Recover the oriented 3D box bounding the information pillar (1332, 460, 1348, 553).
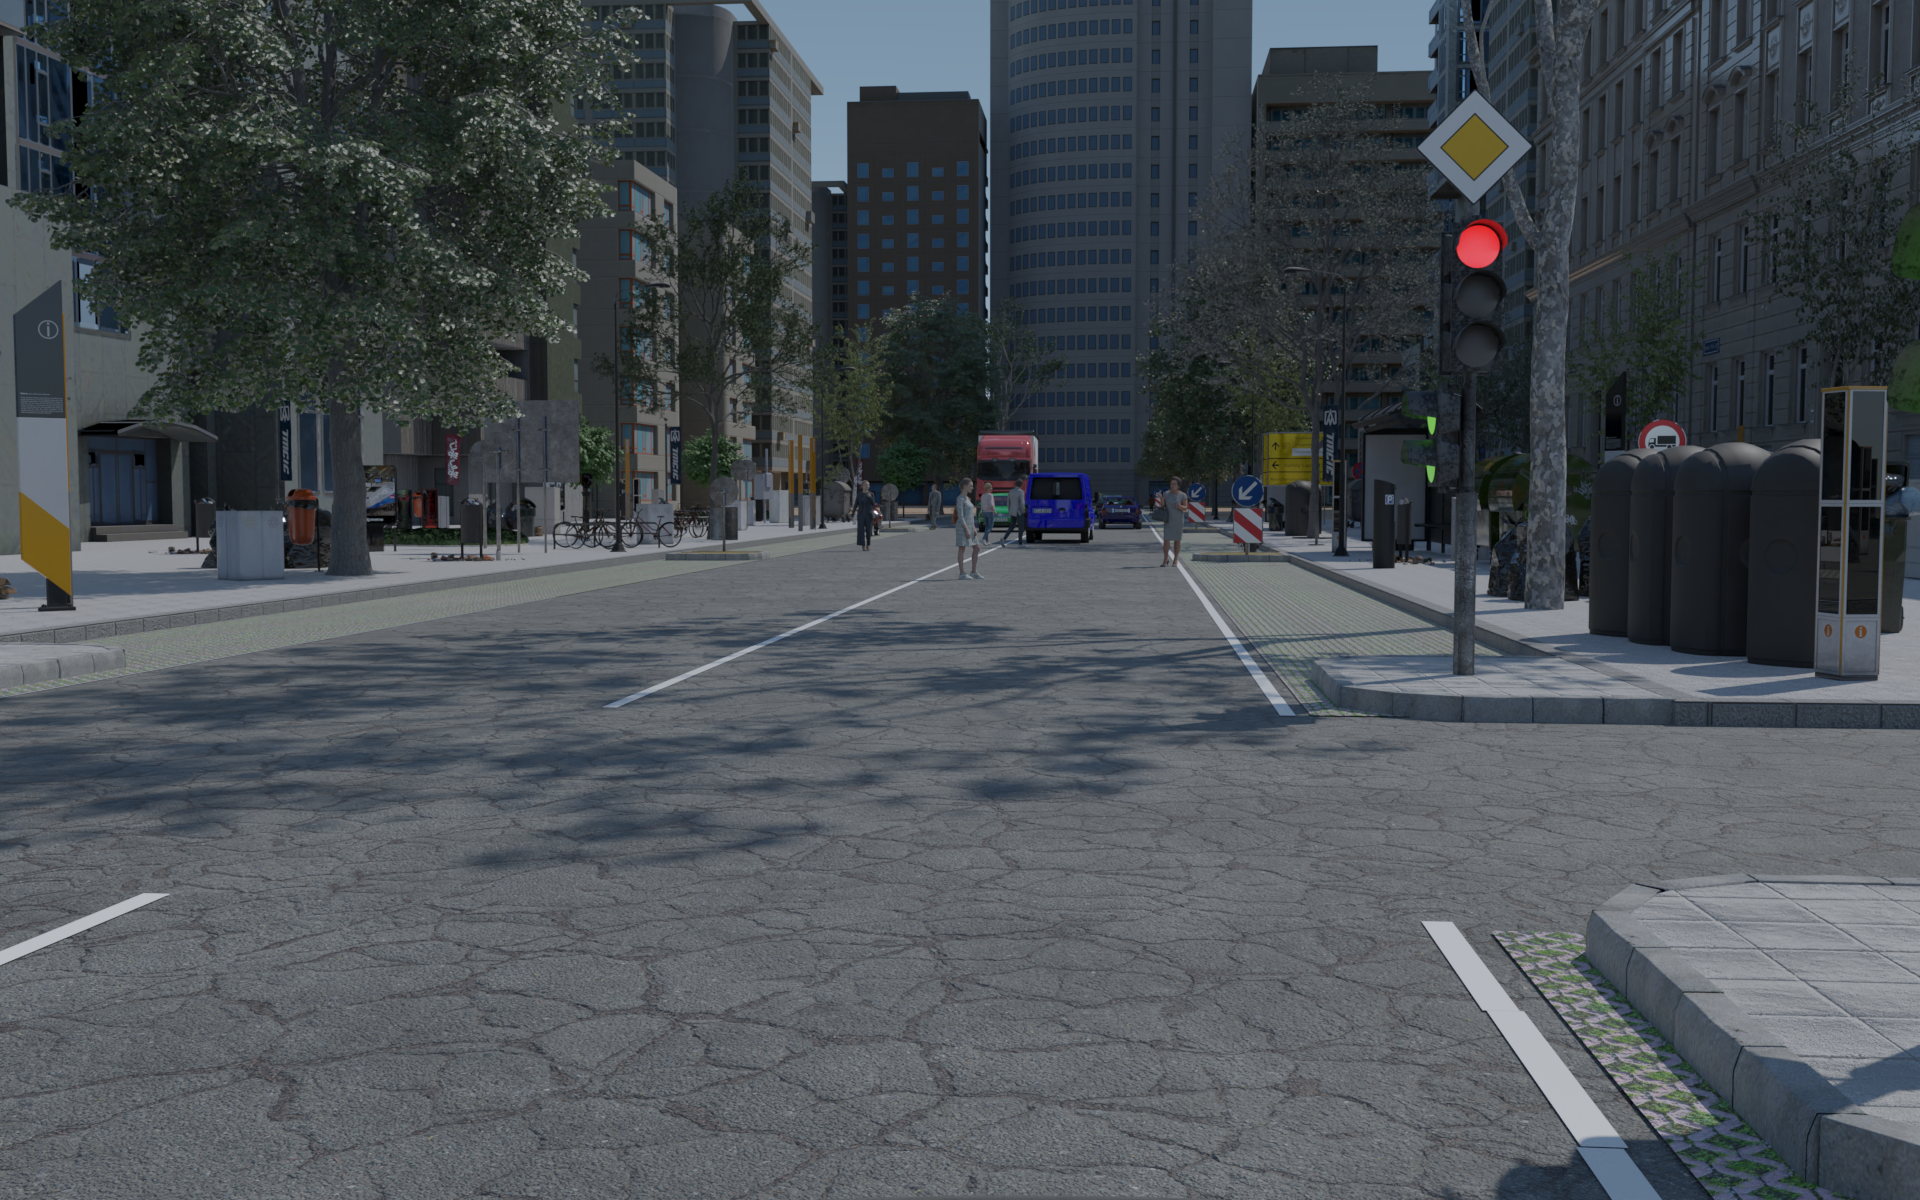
[{"bbox_3d":[8.288,-2.036,37.789,0.304,2.012,0.304,1,4,18],"label":"information pillar"}]

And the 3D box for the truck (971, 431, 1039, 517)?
[{"bbox_3d":[2.195,-5.494,78.743,2.839,4.237,11.283,0,4,4],"label":"truck"}]

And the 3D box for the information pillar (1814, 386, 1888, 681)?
[{"bbox_3d":[6.159,-0.458,11.977,0.304,2.012,0.304,0,4,-7],"label":"information pillar"}]

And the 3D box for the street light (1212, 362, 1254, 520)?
[{"bbox_3d":[9.690,-5.387,60.623,1.470,5.913,1.316,0,4,5],"label":"street light"}]

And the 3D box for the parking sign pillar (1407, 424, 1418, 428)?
[{"bbox_3d":[16.928,-4.577,63.303,1.447,3.967,1.447,2,4,31],"label":"parking sign pillar"}]

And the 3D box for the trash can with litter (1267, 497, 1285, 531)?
[{"bbox_3d":[11.127,-2.955,59.706,1.055,1.170,0.624,2,4,25],"label":"trash can with litter"}]

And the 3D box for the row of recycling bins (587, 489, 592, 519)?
[{"bbox_3d":[-20.668,-4.995,88.786,3.534,1.692,1.069,0,4,-3],"label":"row of recycling bins"}]

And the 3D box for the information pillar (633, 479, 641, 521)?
[{"bbox_3d":[-15.395,-4.775,82.567,0.304,2.012,0.304,0,4,2],"label":"information pillar"}]

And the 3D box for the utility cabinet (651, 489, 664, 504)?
[{"bbox_3d":[-13.779,-4.303,79.035,0.318,1.500,1.173,-2,4,-24],"label":"utility cabinet"}]

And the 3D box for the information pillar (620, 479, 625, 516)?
[{"bbox_3d":[-16.952,-5.050,87.066,0.304,2.012,0.304,2,4,35],"label":"information pillar"}]

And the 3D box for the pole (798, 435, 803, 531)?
[{"bbox_3d":[-5.487,-4.018,59.532,0.158,3.312,0.155,0,3,0],"label":"pole"}]

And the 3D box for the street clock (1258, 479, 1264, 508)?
[{"bbox_3d":[14.869,-4.974,85.891,0.471,2.002,0.358,0,4,-6],"label":"street clock"}]

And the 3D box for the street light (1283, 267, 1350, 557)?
[{"bbox_3d":[7.319,-3.855,35.574,1.470,5.913,1.316,0,4,5],"label":"street light"}]

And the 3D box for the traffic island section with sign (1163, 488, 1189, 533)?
[{"bbox_3d":[8.615,-3.391,64.071,1.989,1.847,2.006,0,4,5],"label":"traffic island section with sign"}]

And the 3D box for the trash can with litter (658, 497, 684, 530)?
[{"bbox_3d":[-10.382,-3.112,62.264,1.055,1.170,0.624,0,4,-3],"label":"trash can with litter"}]

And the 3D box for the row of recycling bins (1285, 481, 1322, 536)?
[{"bbox_3d":[10.745,-2.886,54.300,1.069,1.692,3.534,1,4,17],"label":"row of recycling bins"}]

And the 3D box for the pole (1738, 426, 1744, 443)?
[{"bbox_3d":[23.250,-3.535,51.641,0.158,3.312,0.155,0,3,0],"label":"pole"}]

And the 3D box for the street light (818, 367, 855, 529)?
[{"bbox_3d":[-4.521,-5.565,63.527,1.470,5.913,1.316,0,4,5],"label":"street light"}]

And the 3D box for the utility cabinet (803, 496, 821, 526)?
[{"bbox_3d":[-6.087,-3.618,70.322,0.306,1.237,1.020,2,4,35],"label":"utility cabinet"}]

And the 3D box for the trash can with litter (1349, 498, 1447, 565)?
[{"bbox_3d":[8.252,-1.296,32.242,1.678,1.210,2.233,0,4,1],"label":"trash can with litter"}]

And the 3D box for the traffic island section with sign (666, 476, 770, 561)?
[{"bbox_3d":[-5.237,-1.793,37.942,1.989,1.847,2.006,0,4,5],"label":"traffic island section with sign"}]

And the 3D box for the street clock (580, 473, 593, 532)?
[{"bbox_3d":[-12.567,-3.284,58.271,0.471,2.002,0.358,-1,4,-12],"label":"street clock"}]

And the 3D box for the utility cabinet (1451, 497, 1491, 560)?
[{"bbox_3d":[10.078,-1.372,33.597,1.020,1.237,0.306,0,4,0],"label":"utility cabinet"}]

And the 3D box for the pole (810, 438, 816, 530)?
[{"bbox_3d":[-5.324,-4.206,62.609,0.158,3.312,0.155,0,3,0],"label":"pole"}]

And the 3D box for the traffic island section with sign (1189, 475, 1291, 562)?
[{"bbox_3d":[5.997,-1.741,37.086,1.989,1.847,2.006,0,4,5],"label":"traffic island section with sign"}]

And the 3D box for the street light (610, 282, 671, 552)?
[{"bbox_3d":[-7.038,-4.014,38.164,1.470,5.913,1.316,0,4,5],"label":"street light"}]

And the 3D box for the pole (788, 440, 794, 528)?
[{"bbox_3d":[-6.378,-4.379,65.433,0.158,3.312,0.155,0,3,0],"label":"pole"}]

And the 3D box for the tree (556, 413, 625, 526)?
[{"bbox_3d":[-15.276,-5.293,70.252,4.285,4.588,4.351,0,3,0],"label":"tree"}]

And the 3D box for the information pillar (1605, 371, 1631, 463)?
[{"bbox_3d":[12.564,-2.560,33.219,0.183,3.616,0.504,-1,4,-19],"label":"information pillar"}]

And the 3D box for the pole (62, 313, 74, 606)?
[{"bbox_3d":[-10.188,-1.573,19.566,0.158,3.312,0.155,0,3,0],"label":"pole"}]

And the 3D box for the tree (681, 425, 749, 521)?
[{"bbox_3d":[-11.837,-6.074,83.017,4.285,4.588,4.351,0,3,0],"label":"tree"}]

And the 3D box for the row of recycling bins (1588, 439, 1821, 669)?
[{"bbox_3d":[6.267,-0.445,14.397,1.069,1.692,3.534,0,4,-4],"label":"row of recycling bins"}]

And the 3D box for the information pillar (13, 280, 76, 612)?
[{"bbox_3d":[-9.984,-1.683,18.869,0.504,3.616,0.183,-3,5,-41],"label":"information pillar"}]

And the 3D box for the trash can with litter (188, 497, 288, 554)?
[{"bbox_3d":[-13.579,-1.398,33.914,1.678,1.210,2.233,3,5,42],"label":"trash can with litter"}]

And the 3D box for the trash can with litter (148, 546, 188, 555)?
[{"bbox_3d":[-16.508,-1.613,37.430,2.233,1.210,1.678,1,4,23],"label":"trash can with litter"}]

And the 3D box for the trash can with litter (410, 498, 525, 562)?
[{"bbox_3d":[-9.689,-1.379,33.606,2.233,1.210,1.678,2,4,30],"label":"trash can with litter"}]

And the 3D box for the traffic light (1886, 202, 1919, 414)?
[{"bbox_3d":[2.795,-0.938,4.255,0.839,4.253,0.868,0,4,5],"label":"traffic light"}]

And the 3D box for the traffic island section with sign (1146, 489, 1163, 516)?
[{"bbox_3d":[13.410,-6.428,113.729,1.989,1.847,2.006,0,4,5],"label":"traffic island section with sign"}]

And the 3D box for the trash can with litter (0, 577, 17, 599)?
[{"bbox_3d":[-12.094,-0.597,21.150,1.055,1.170,0.624,0,4,0],"label":"trash can with litter"}]

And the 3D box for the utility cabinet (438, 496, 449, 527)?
[{"bbox_3d":[-16.617,-2.710,55.463,0.306,1.237,1.020,-2,4,-30],"label":"utility cabinet"}]

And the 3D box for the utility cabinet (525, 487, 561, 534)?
[{"bbox_3d":[-13.186,-2.819,54.762,1.173,1.500,0.318,2,4,27],"label":"utility cabinet"}]

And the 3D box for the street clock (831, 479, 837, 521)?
[{"bbox_3d":[-6.058,-4.798,83.022,0.358,2.002,0.471,-2,4,-28],"label":"street clock"}]

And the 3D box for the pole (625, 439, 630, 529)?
[{"bbox_3d":[-12.306,-4.298,64.117,0.158,3.312,0.155,0,3,0],"label":"pole"}]

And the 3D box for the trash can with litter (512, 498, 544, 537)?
[{"bbox_3d":[-12.980,-2.494,52.157,0.624,1.170,1.055,1,4,15],"label":"trash can with litter"}]

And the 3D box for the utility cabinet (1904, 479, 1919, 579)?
[{"bbox_3d":[14.523,-1.062,26.037,0.318,1.500,1.173,1,4,10],"label":"utility cabinet"}]

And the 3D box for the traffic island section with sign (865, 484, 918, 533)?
[{"bbox_3d":[-2.630,-3.444,64.932,1.989,1.847,2.006,0,4,5],"label":"traffic island section with sign"}]

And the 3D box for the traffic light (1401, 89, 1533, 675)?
[{"bbox_3d":[3.563,-1.424,12.203,0.839,4.253,0.868,0,4,5],"label":"traffic light"}]
